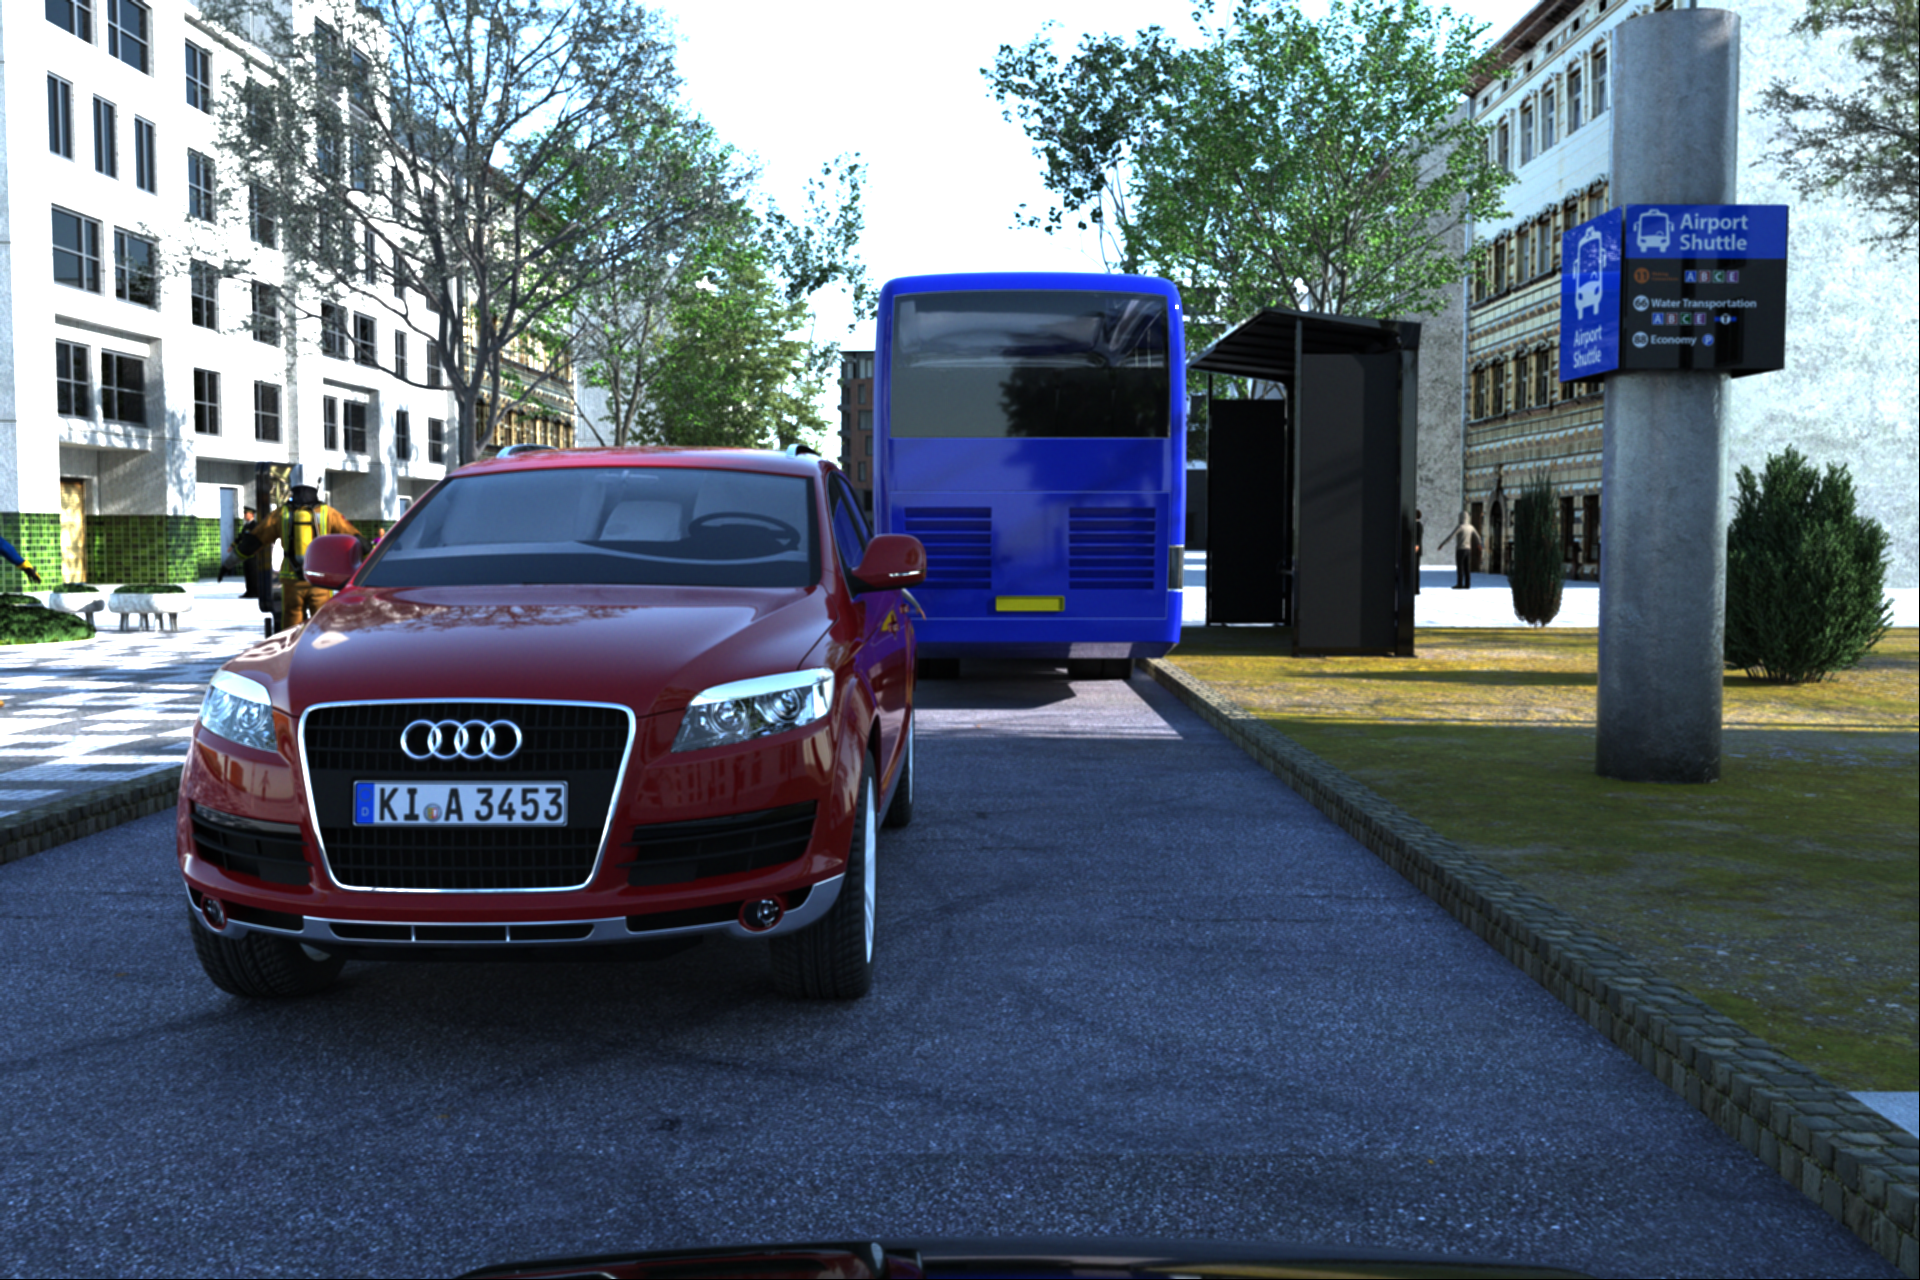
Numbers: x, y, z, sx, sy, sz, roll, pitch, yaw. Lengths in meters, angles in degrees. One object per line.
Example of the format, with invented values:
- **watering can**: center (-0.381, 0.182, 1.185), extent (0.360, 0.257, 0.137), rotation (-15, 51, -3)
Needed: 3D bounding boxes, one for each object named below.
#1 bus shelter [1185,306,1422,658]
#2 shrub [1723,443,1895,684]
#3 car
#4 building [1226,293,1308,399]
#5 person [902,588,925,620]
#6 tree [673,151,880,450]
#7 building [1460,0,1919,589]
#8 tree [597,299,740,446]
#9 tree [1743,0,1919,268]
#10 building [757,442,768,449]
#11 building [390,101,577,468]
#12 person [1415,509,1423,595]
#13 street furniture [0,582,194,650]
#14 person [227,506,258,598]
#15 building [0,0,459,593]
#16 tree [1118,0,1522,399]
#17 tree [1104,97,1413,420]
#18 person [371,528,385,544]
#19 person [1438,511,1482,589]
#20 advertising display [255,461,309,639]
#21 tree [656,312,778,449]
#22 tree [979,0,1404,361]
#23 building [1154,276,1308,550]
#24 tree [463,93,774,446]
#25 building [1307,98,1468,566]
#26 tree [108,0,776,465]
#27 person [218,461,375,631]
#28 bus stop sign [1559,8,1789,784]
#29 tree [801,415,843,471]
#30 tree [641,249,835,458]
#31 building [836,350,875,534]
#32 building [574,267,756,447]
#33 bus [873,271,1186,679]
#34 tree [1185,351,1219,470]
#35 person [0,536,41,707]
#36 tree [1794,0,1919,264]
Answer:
- **bus shelter**: center (3.946, -1.817, 20.998), extent (1.731, 3.624, 6.357), rotation (0, 4, -1)
- **shrub**: center (7.223, -0.674, 15.054), extent (1.661, 2.075, 1.752), rotation (0, 3, 0)
- **car**: center (-1.253, 0.100, 7.039), extent (2.281, 1.827, 5.304), rotation (0, 4, 1)
- **building**: center (25.662, -16.978, 134.004), extent (16.016, 20.090, 11.380), rotation (0, 3, 0)
- **person**: center (-0.756, -0.102, 13.385), extent (0.991, 1.433, 0.599), rotation (-1, 4, -8)
- **tree**: center (-7.379, -14.004, 84.861), extent (12.611, 20.169, 13.585), rotation (0, 3, 0)
- **building**: center (26.165, -13.336, 48.966), extent (19.493, 23.208, 18.063), rotation (0, 4, 0)
- **tree**: center (-8.361, -6.180, 51.401), extent (4.737, 8.622, 4.395), rotation (0, 3, 0)
- **tree**: center (14.884, -6.749, 20.710), extent (12.009, 13.543, 11.850), rotation (0, 3, 0)
- **building**: center (-22.814, -13.705, 166.223), extent (9.099, 9.664, 28.070), rotation (0, 4, 1)
- **building**: center (-28.765, -15.119, 78.124), extent (19.493, 23.208, 18.063), rotation (0, 4, 1)
- **person**: center (9.562, -1.856, 36.532), extent (0.705, 1.806, 1.347), rotation (0, 4, 5)
- **street furniture**: center (-14.919, -0.383, 21.895), extent (10.072, 0.657, 5.734), rotation (1, 4, 15)
- **person**: center (-14.204, -1.754, 34.607), extent (1.347, 1.837, 0.705), rotation (3, 5, 39)
- **building**: center (-28.463, -11.396, 52.782), extent (16.747, 18.905, 31.486), rotation (0, 4, 1)
- **tree**: center (6.671, -6.551, 32.868), extent (9.928, 11.665, 9.643), rotation (0, 3, 0)
- **tree**: center (7.087, -7.098, 41.813), extent (9.928, 11.665, 9.643), rotation (0, 3, 0)
- **person**: center (-14.285, -2.048, 42.753), extent (0.991, 1.433, 0.599), rotation (-1, 4, -11)
- **person**: center (11.703, -2.094, 40.359), extent (1.348, 1.813, 0.705), rotation (-2, 4, -29)
- **advertising display**: center (-6.113, -0.642, 15.705), extent (0.123, 1.923, 0.974), rotation (0, 4, 0)
- **tree**: center (-8.320, -6.578, 57.906), extent (4.737, 8.622, 4.395), rotation (0, 3, 0)
- **tree**: center (7.009, -12.169, 54.859), extent (12.611, 20.169, 13.585), rotation (0, 3, 0)
- **building**: center (23.666, -18.937, 153.593), extent (27.936, 21.610, 32.646), rotation (0, 4, 1)
- **tree**: center (-8.089, -7.046, 40.962), extent (9.928, 11.665, 9.643), rotation (0, 3, 0)
- **building**: center (26.794, -15.144, 78.532), extent (19.493, 23.208, 18.063), rotation (0, 3, 0)
- **tree**: center (-8.228, -7.259, 29.062), extent (12.009, 13.543, 11.850), rotation (0, 3, 0)
- **person**: center (-5.209, -0.493, 13.825), extent (1.354, 1.858, 0.705), rotation (-1, 4, -15)
- **bus stop sign**: center (3.697, -1.226, 9.069), extent (0.837, 3.901, 0.837), rotation (0, 4, -1)
- **tree**: center (-8.882, -9.499, 105.663), extent (4.737, 8.622, 4.395), rotation (0, 3, 0)
- **tree**: center (-8.854, -9.216, 68.803), extent (7.486, 12.596, 7.792), rotation (0, 3, 0)
- **building**: center (3.244, -21.686, 201.003), extent (32.646, 21.610, 27.936), rotation (0, 4, 3)
- **building**: center (-25.710, -16.169, 130.823), extent (16.747, 18.905, 31.486), rotation (0, 4, 0)
- **bus**: center (0.522, -1.737, 19.954), extent (2.896, 3.916, 12.251), rotation (0, 4, 0)
- **tree**: center (7.628, -8.326, 70.537), extent (8.767, 10.594, 7.601), rotation (3, 5, 39)
- **person**: center (-7.239, -0.404, 12.583), extent (0.705, 1.833, 1.349), rotation (1, 4, 10)
- **tree**: center (6.634, -3.723, 11.232), extent (4.360, 8.622, 3.978), rotation (0, 3, 0)
